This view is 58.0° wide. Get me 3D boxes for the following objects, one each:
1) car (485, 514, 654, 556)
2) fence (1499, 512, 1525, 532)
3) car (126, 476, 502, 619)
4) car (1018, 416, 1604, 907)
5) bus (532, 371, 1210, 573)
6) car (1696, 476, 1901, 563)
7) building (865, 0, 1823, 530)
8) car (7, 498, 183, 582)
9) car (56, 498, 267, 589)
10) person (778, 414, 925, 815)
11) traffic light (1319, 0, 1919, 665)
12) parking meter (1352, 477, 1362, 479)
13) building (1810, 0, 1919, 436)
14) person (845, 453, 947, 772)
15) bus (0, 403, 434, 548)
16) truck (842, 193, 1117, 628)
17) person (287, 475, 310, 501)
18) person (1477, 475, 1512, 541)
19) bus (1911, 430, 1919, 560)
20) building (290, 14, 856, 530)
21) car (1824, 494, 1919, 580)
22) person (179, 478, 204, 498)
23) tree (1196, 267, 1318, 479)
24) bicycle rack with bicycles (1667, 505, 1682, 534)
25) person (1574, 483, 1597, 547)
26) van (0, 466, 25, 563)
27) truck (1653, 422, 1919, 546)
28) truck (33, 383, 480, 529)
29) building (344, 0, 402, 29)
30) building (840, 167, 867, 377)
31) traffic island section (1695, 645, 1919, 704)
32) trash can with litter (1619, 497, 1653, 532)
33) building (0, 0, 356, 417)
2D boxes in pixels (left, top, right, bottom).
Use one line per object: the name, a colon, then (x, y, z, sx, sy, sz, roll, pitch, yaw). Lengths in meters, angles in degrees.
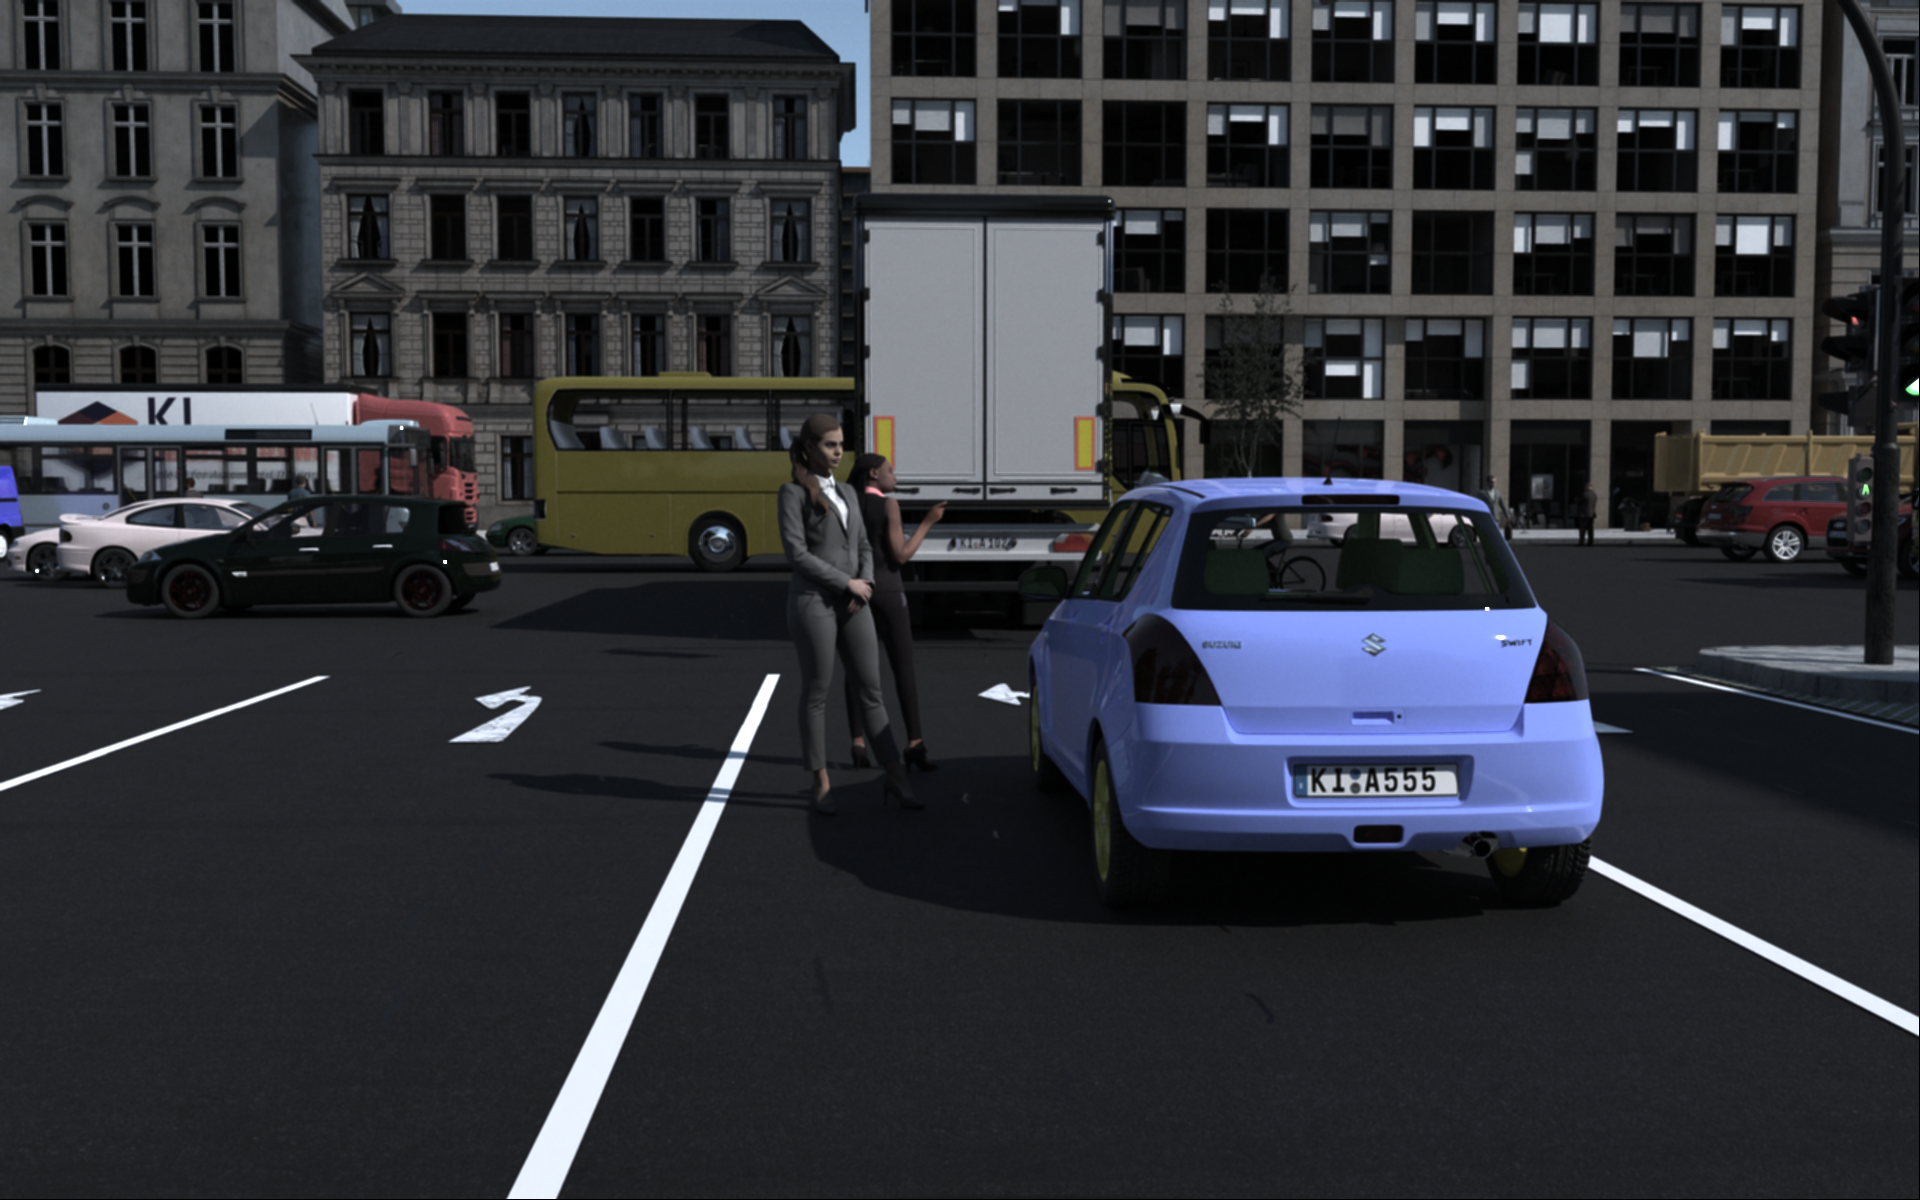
car: (-8.643, -1.766, 40.674, 4.920, 1.459, 2.131, 0, 4, -1)
fence: (18.333, -2.583, 57.600, 0.278, 0.683, 2.069, 0, 4, -6)
car: (-7.643, -0.665, 20.655, 4.222, 1.686, 2.009, 0, 4, -5)
car: (1.243, 0.138, 7.337, 1.945, 1.707, 3.694, 0, 4, -3)
bus: (-1.636, -2.511, 32.595, 12.252, 3.916, 2.896, 0, 4, -3)
car: (18.453, -1.719, 36.775, 5.304, 1.827, 2.281, 0, 4, -4)
building: (13.297, -16.287, 70.816, 34.151, 26.468, 19.350, 0, 4, -3)
car: (-13.469, -1.031, 29.224, 4.827, 1.381, 2.083, 0, 4, -1)
car: (-11.486, -0.902, 27.104, 4.827, 1.381, 2.083, 0, 4, -4)
person: (-0.492, 0.061, 7.770, 0.573, 1.790, 0.520, 2, 4, 25)
traffic light: (4.837, -2.328, 12.739, 4.771, 5.953, 1.251, 0, 4, -3)
parking meter: (13.296, -3.195, 57.945, 0.255, 1.863, 0.399, 3, 4, 38)
building: (41.113, -17.354, 69.635, 20.117, 28.700, 13.634, 0, 4, -3)
person: (-0.373, 0.058, 9.020, 0.593, 1.643, 0.415, -1, 4, -9)
bus: (-17.997, -2.720, 39.339, 13.247, 3.499, 2.948, 0, 4, -3)
truck: (-0.100, -2.012, 21.816, 2.839, 4.237, 11.283, 0, 4, -3)
person: (-12.959, -1.564, 34.204, 0.598, 1.807, 0.434, 2, 4, 33)
person: (10.835, -1.632, 35.301, 0.709, 1.813, 0.853, -1, 4, -14)
bus: (20.794, -2.145, 26.612, 12.252, 3.916, 2.896, 0, 4, -5)
building: (-13.568, -12.277, 65.363, 19.286, 19.102, 10.561, 0, 4, -3)
car: (17.635, -1.290, 29.758, 5.304, 1.827, 2.281, 0, 4, -2)
person: (-13.928, -1.344, 31.291, 0.431, 1.722, 0.655, 1, 4, 21)
tree: (9.618, -6.533, 57.182, 4.360, 8.622, 3.978, 0, 3, 0)
bicycle rack with bicycles: (23.883, -2.587, 55.683, 2.925, 0.926, 2.852, -2, 4, -25)
person: (17.085, -2.335, 47.364, 0.600, 1.739, 0.565, 3, 4, 36)
van: (-20.916, -1.845, 34.549, 2.240, 2.365, 5.245, 0, 4, -2)
truck: (24.185, -3.134, 47.173, 9.791, 3.379, 3.469, 0, 4, -2)
truck: (-17.768, -3.439, 45.145, 11.283, 4.237, 2.839, 0, 4, -2)
building: (-62.834, -32.086, 144.216, 30.456, 49.044, 23.786, 0, 4, -3)
building: (-19.844, -35.149, 229.311, 28.867, 44.769, 22.147, 0, 4, -3)
traffic island section: (6.960, 0.560, 13.119, 2.009, 0.180, 2.903, 0, 4, -3)
trash can with litter: (23.169, -2.933, 59.343, 1.055, 1.170, 0.624, -1, 4, -18)
building: (-41.122, -15.053, 65.199, 34.723, 24.649, 14.460, 0, 4, -3)
